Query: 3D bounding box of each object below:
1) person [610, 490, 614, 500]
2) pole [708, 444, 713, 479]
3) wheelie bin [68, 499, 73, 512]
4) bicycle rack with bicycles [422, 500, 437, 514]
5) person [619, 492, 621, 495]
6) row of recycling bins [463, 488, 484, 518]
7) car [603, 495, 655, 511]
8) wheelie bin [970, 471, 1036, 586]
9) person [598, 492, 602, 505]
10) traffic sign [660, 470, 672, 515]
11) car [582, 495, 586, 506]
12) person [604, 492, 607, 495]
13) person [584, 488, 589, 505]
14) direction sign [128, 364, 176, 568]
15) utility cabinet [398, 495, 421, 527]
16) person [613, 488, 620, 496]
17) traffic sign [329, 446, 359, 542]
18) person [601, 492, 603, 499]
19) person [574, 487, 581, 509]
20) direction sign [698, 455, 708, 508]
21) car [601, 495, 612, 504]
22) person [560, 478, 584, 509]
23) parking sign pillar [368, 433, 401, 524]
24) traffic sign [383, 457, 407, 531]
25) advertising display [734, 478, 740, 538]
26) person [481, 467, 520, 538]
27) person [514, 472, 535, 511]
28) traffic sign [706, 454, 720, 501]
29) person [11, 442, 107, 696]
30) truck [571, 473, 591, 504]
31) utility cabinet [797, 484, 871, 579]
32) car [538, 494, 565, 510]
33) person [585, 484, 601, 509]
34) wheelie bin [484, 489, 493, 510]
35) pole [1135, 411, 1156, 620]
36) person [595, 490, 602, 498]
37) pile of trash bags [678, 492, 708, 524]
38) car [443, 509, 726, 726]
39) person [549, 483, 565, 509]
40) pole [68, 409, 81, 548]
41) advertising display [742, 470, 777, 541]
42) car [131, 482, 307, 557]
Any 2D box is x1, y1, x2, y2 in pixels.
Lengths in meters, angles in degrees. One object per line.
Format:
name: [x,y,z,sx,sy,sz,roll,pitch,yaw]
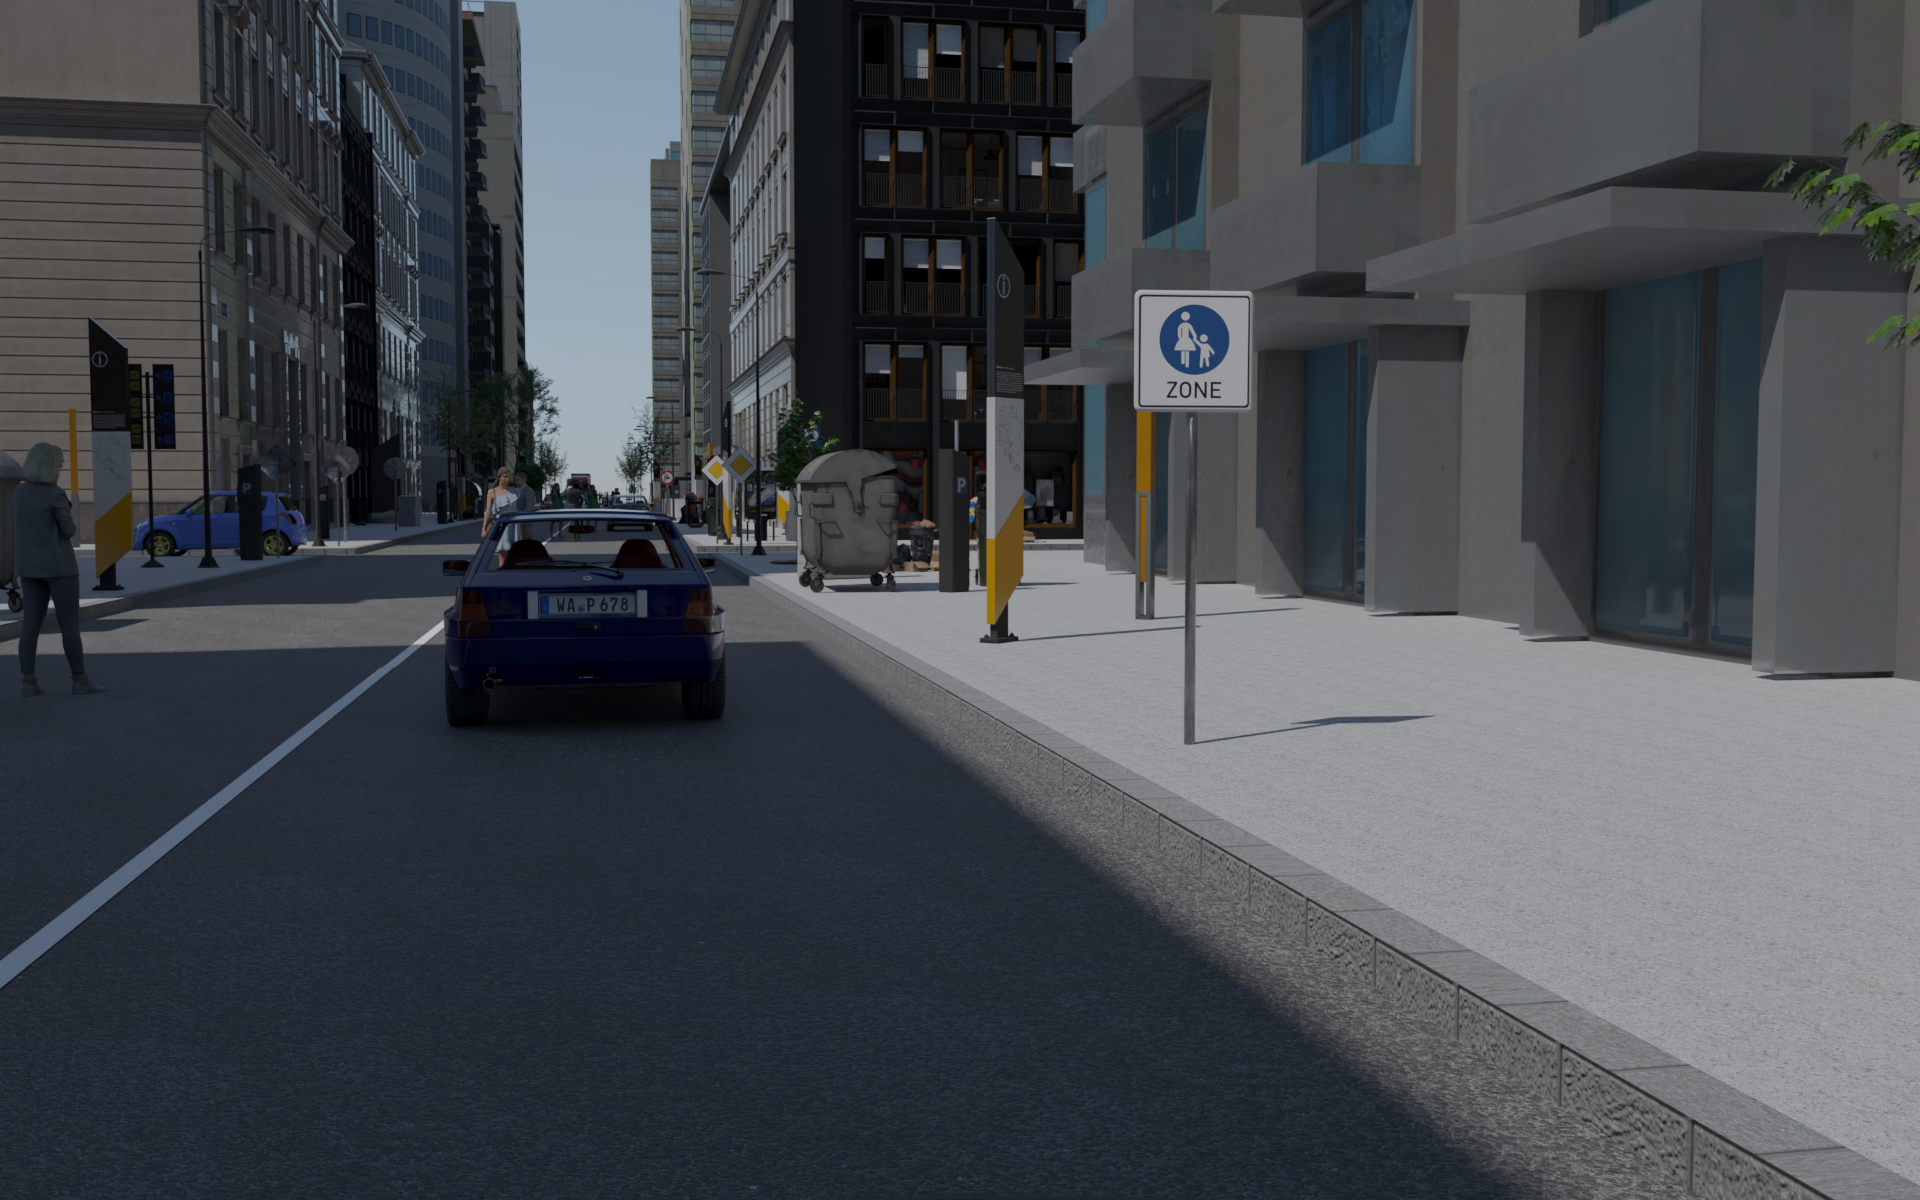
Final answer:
person: [-29.109,-8.344,145.639,0.721,1.735,1.217,2,4,23]
pole: [-10.092,-4.664,70.098,0.158,3.312,0.155,0,3,0]
wheelie bin: [-15.064,-1.268,28.642,0.693,1.594,0.980,-2,4,-30]
bicycle rack with bicycles: [-34.713,-6.075,112.716,2.852,0.926,2.925,-2,4,-34]
person: [-44.245,-13.178,224.756,0.445,1.727,0.742,-2,4,-30]
row of recycling bins: [-26.063,-5.242,92.822,1.069,1.692,3.534,-1,4,-21]
car: [-12.984,-3.423,67.976,2.014,1.417,4.499,-1,4,-12]
wheelie bin: [0.572,-0.996,24.200,0.980,1.594,0.693,0,4,-3]
person: [-49.072,-13.847,235.609,1.217,1.736,0.721,3,4,36]
traffic sign: [-15.782,-5.709,93.441,0.768,2.556,0.104,0,4,-7]
car: [-46.000,-11.988,208.362,2.083,1.381,4.827,-1,4,-12]
person: [-54.641,-15.809,266.960,1.348,1.826,0.705,0,4,8]
person: [-24.836,-6.556,115.552,0.638,1.841,0.748,2,4,28]
direction sign: [-14.129,-2.337,30.205,0.876,3.537,0.379,0,4,-8]
utility cabinet: [-21.830,-3.514,68.620,1.020,1.237,0.306,2,4,33]
person: [-21.348,-6.069,107.699,0.573,1.828,0.580,-3,5,-44]
traffic sign: [-16.354,-2.808,46.015,0.768,2.556,0.104,0,4,-4]
person: [-53.883,-15.345,259.925,0.750,1.759,0.617,2,4,28]
person: [-22.304,-5.631,100.549,0.794,1.824,0.713,-2,4,-23]
direction sign: [-14.873,-6.676,101.154,0.876,3.537,0.379,0,4,-2]
car: [-49.190,-14.055,242.160,2.083,1.381,4.827,-1,4,-11]
person: [-11.566,-2.675,51.593,0.474,1.900,0.648,3,4,38]
parking sign pillar: [-25.151,-5.331,75.633,1.447,3.967,1.447,-3,4,-38]
traffic sign: [-19.508,-3.653,59.835,0.768,2.556,0.104,-1,4,-11]
advertising display: [-6.566,-2.820,51.326,0.123,1.923,0.974,-1,4,-14]
person: [-6.460,-0.968,24.427,0.616,1.811,0.778,-2,4,-28]
person: [-7.551,-1.307,29.984,0.853,1.813,0.709,-3,5,-40]
traffic sign: [-7.670,-3.356,54.973,0.768,2.556,0.104,0,4,-5]
person: [-6.530,-0.230,12.446,0.537,1.800,0.526,2,4,28]
truck: [-51.867,-15.171,236.963,2.839,4.237,11.283,-1,4,-11]
utility cabinet: [-1.862,-1.064,26.072,1.173,1.500,0.318,-2,4,-35]
car: [-26.033,-6.276,111.648,2.155,1.783,4.494,-1,4,-10]
person: [-13.742,-3.427,64.773,0.529,1.795,0.600,3,5,40]
wheelie bin: [-28.521,-5.973,105.573,0.980,1.594,0.693,-2,4,-27]
pole: [1.894,-1.456,17.641,0.158,3.312,0.155,0,3,0]
person: [-36.129,-9.999,171.990,1.348,1.824,0.705,0,4,7]
pile of trash bags: [-11.288,-3.974,74.732,1.912,1.369,3.447,0,4,3]
car: [-2.649,0.025,12.173,1.945,1.354,3.894,-1,4,-13]
person: [-12.964,-2.869,55.663,0.529,1.795,0.600,2,4,34]
pole: [-21.159,-2.908,41.384,0.158,3.312,0.155,0,3,0]
advertising display: [-5.435,-2.569,47.210,0.974,1.923,0.123,-3,5,-40]
car: [-16.794,-1.816,39.277,3.694,1.707,1.945,-1,4,-13]
